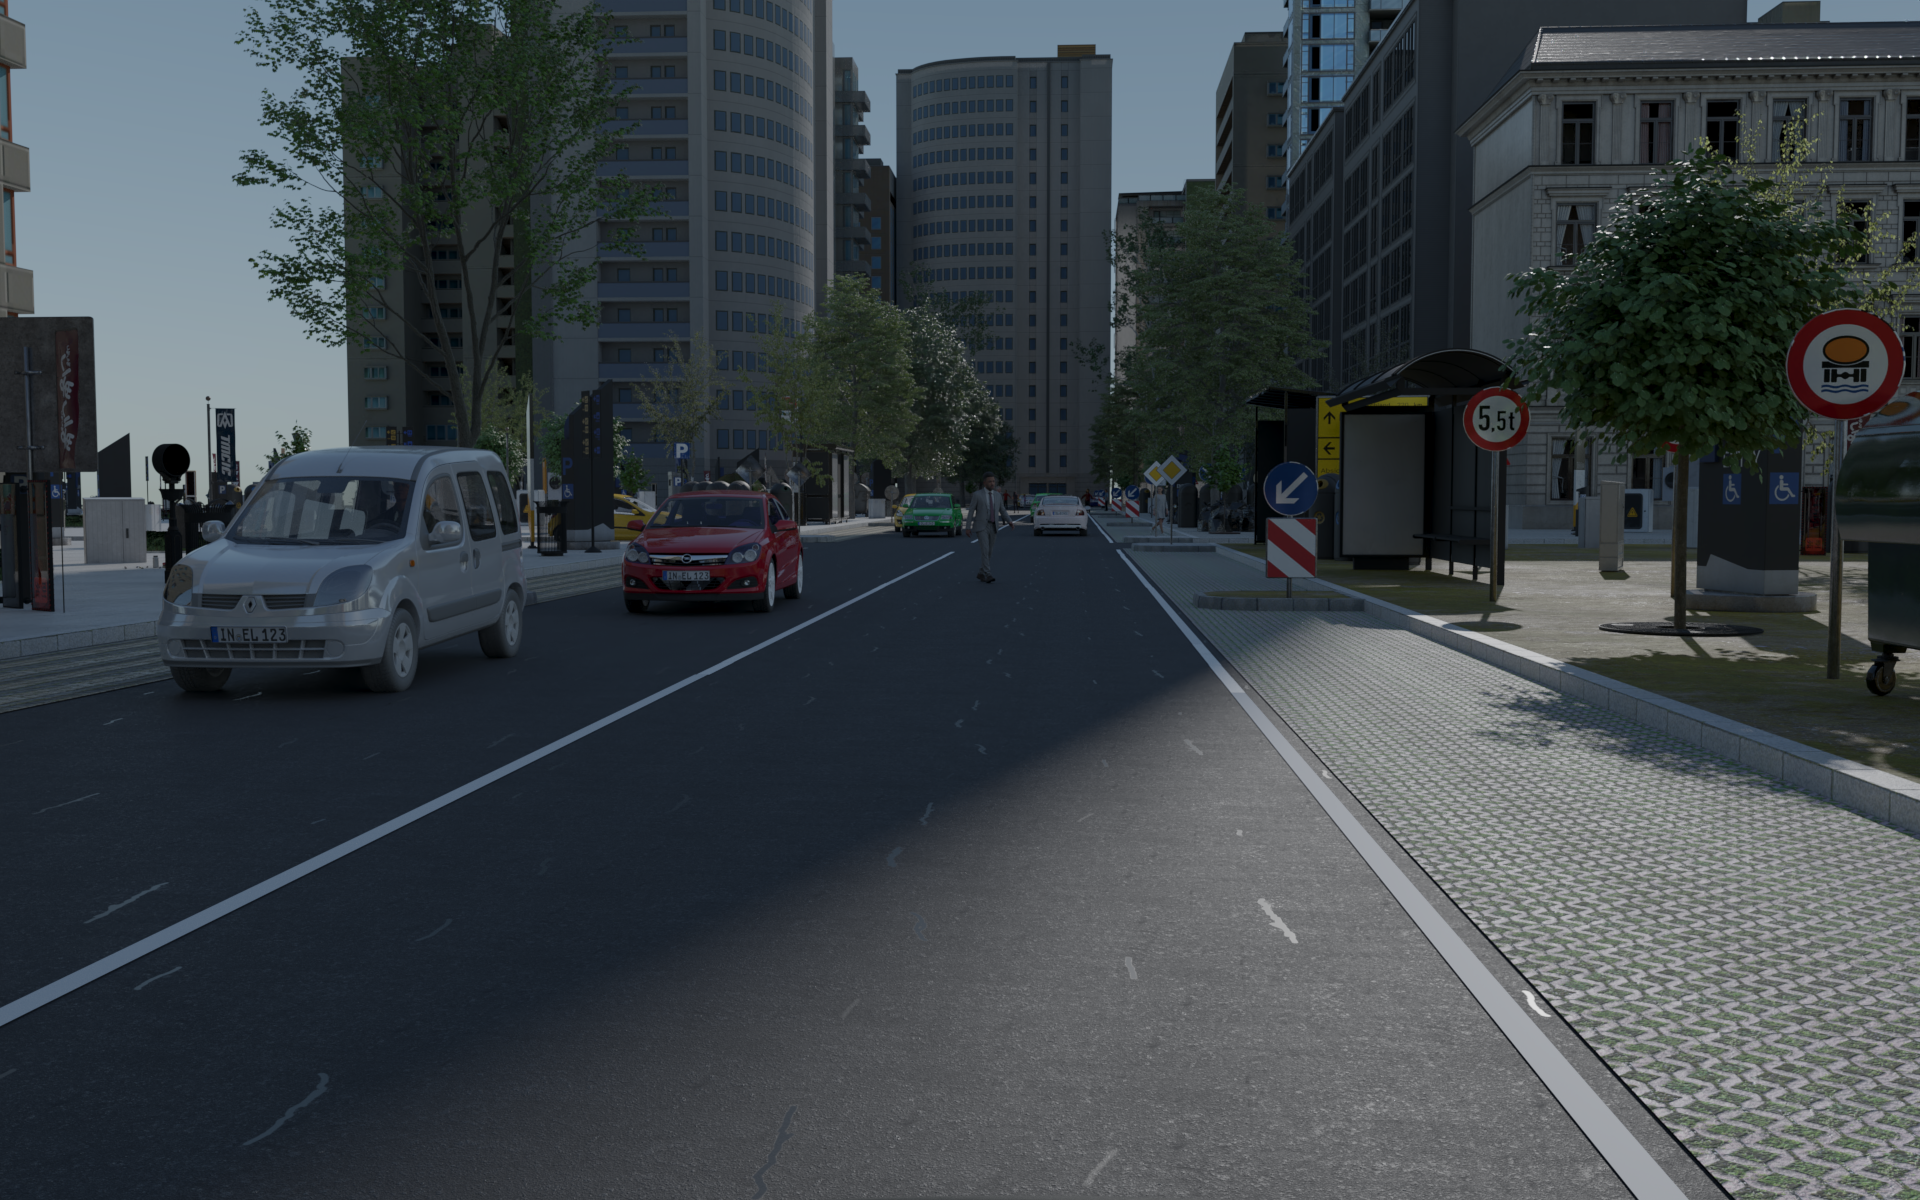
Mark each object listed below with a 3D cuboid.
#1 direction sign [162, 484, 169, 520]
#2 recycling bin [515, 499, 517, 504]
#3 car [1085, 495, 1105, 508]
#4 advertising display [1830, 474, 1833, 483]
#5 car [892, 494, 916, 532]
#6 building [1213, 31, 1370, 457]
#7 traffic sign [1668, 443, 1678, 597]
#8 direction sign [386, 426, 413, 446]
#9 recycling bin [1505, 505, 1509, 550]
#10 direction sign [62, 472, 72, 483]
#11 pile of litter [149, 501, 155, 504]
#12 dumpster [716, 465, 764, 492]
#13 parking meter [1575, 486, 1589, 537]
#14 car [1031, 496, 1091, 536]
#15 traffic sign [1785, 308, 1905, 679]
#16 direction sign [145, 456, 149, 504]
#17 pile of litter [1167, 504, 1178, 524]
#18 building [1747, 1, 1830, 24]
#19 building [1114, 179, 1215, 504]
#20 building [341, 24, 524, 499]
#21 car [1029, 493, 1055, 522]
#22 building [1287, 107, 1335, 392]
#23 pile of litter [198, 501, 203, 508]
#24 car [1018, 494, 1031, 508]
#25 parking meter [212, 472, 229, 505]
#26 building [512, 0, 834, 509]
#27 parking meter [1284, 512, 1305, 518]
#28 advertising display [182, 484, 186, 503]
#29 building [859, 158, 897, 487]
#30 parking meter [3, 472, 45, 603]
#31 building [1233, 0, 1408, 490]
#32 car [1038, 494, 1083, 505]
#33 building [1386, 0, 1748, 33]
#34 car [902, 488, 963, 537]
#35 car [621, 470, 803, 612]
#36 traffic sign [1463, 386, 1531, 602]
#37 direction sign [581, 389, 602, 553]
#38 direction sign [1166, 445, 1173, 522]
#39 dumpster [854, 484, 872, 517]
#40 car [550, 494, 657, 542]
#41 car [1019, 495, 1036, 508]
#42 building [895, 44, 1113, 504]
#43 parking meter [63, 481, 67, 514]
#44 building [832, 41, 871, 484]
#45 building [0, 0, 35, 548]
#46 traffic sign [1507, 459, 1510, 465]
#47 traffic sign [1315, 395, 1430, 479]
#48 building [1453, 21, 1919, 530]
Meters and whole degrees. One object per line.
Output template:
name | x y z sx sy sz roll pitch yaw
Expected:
direction sign | -39.883 -5.806 86.919 0.379 3.537 0.876 -1 4 -19
recycling bin | -21.918 -4.464 85.547 0.722 1.027 0.722 -1 4 -14
car | 12.838 -9.256 163.909 1.945 1.354 3.894 0 4 2
advertising display | 28.972 -3.170 57.045 0.974 1.923 0.123 -2 4 -30
car | -1.551 -3.457 66.741 2.015 1.641 3.980 0 4 4
building | 37.850 -33.957 178.900 21.300 48.544 21.600 0 4 4
traffic sign | 8.880 -1.306 21.466 0.768 2.556 0.104 1 4 12
direction sign | -18.798 -4.048 58.178 0.876 3.537 0.379 -2 4 -30
recycling bin | 12.220 -1.688 40.157 0.722 1.027 0.722 -1 4 -11
direction sign | -47.172 -6.072 91.278 0.379 3.537 0.876 1 4 20
pile of litter | -52.284 -5.969 111.564 1.719 0.858 1.176 -3 5 -42
dumpster | -7.537 -3.436 58.669 1.502 2.255 1.985 0 4 4
parking meter | 18.790 -2.684 52.301 0.372 1.533 0.369 0 3 0
car | 3.522 -2.943 60.477 2.083 1.381 4.827 0 4 4
traffic sign | 6.070 -0.725 11.961 0.768 2.556 0.104 1 4 9
direction sign | -48.565 -6.821 103.514 0.379 3.537 0.876 -2 4 -34
pile of litter | 9.488 -3.682 74.161 1.176 0.858 1.719 0 4 1
building | 77.320 -33.802 176.362 21.600 48.544 21.300 0 4 4
building | 27.382 -33.253 227.283 14.086 41.232 14.154 0 4 4
building | -50.916 -34.291 184.363 21.600 48.544 21.300 0 4 4
car | 4.524 -4.894 88.810 1.959 1.807 4.718 0 4 4
building | 29.779 -19.538 112.959 14.314 27.812 24.014 0 4 4
pile of litter | -46.792 -5.634 106.082 1.719 0.858 1.176 2 4 28
car | 6.995 -10.699 185.158 2.015 1.641 3.980 0 4 4
parking meter | -19.524 -2.445 45.692 0.255 1.863 0.399 2 4 28
building | -22.805 -36.752 142.896 21.231 58.520 28.212 0 4 4
parking meter | 6.811 -1.813 35.348 0.399 1.863 0.255 -1 4 -13
advertising display | -51.693 -6.762 115.777 0.123 1.923 0.974 0 4 -2
building | -15.703 -35.489 230.350 14.200 45.320 14.600 0 4 4
parking meter | -11.049 -0.903 20.470 0.399 1.863 0.255 0 4 -8
building | 36.937 -51.304 151.495 22.319 86.520 31.000 0 4 4
car | 4.485 -4.135 77.390 2.009 1.686 4.222 0 4 2
building | 28.394 -18.075 89.028 14.314 27.812 24.014 0 4 4
car | -0.912 -3.057 58.771 1.959 1.807 4.718 0 4 5
car | -3.115 -0.813 22.328 2.155 1.783 4.494 0 4 2
traffic sign | 6.367 -1.254 20.614 0.768 2.556 0.104 1 4 13
direction sign | -8.040 -2.804 37.845 0.379 3.537 0.876 -3 4 -39
direction sign | 9.564 -5.309 78.794 0.379 3.537 0.876 1 4 20
dumpster | -5.589 -5.490 95.527 1.264 1.857 1.865 0 4 4
car | -9.394 -2.319 48.133 3.980 1.641 2.015 0 4 4
car | 7.196 -10.237 179.731 2.083 1.381 4.827 0 4 4
building | 5.905 -42.165 231.392 28.212 58.520 21.231 0 4 4
parking meter | -40.415 -4.421 77.987 0.255 1.863 0.399 0 4 -8
building | -25.014 -34.370 181.560 30.456 49.044 23.786 0 4 4
building | -34.481 -10.866 22.694 28.899 21.520 27.650 0 4 4
traffic sign | 9.696 -1.957 32.006 0.884 2.594 0.081 0 4 7
traffic sign | 8.483 -2.558 35.703 2.265 3.308 0.079 1 4 12
building | 29.730 -12.335 66.297 19.286 19.102 10.561 0 4 4
